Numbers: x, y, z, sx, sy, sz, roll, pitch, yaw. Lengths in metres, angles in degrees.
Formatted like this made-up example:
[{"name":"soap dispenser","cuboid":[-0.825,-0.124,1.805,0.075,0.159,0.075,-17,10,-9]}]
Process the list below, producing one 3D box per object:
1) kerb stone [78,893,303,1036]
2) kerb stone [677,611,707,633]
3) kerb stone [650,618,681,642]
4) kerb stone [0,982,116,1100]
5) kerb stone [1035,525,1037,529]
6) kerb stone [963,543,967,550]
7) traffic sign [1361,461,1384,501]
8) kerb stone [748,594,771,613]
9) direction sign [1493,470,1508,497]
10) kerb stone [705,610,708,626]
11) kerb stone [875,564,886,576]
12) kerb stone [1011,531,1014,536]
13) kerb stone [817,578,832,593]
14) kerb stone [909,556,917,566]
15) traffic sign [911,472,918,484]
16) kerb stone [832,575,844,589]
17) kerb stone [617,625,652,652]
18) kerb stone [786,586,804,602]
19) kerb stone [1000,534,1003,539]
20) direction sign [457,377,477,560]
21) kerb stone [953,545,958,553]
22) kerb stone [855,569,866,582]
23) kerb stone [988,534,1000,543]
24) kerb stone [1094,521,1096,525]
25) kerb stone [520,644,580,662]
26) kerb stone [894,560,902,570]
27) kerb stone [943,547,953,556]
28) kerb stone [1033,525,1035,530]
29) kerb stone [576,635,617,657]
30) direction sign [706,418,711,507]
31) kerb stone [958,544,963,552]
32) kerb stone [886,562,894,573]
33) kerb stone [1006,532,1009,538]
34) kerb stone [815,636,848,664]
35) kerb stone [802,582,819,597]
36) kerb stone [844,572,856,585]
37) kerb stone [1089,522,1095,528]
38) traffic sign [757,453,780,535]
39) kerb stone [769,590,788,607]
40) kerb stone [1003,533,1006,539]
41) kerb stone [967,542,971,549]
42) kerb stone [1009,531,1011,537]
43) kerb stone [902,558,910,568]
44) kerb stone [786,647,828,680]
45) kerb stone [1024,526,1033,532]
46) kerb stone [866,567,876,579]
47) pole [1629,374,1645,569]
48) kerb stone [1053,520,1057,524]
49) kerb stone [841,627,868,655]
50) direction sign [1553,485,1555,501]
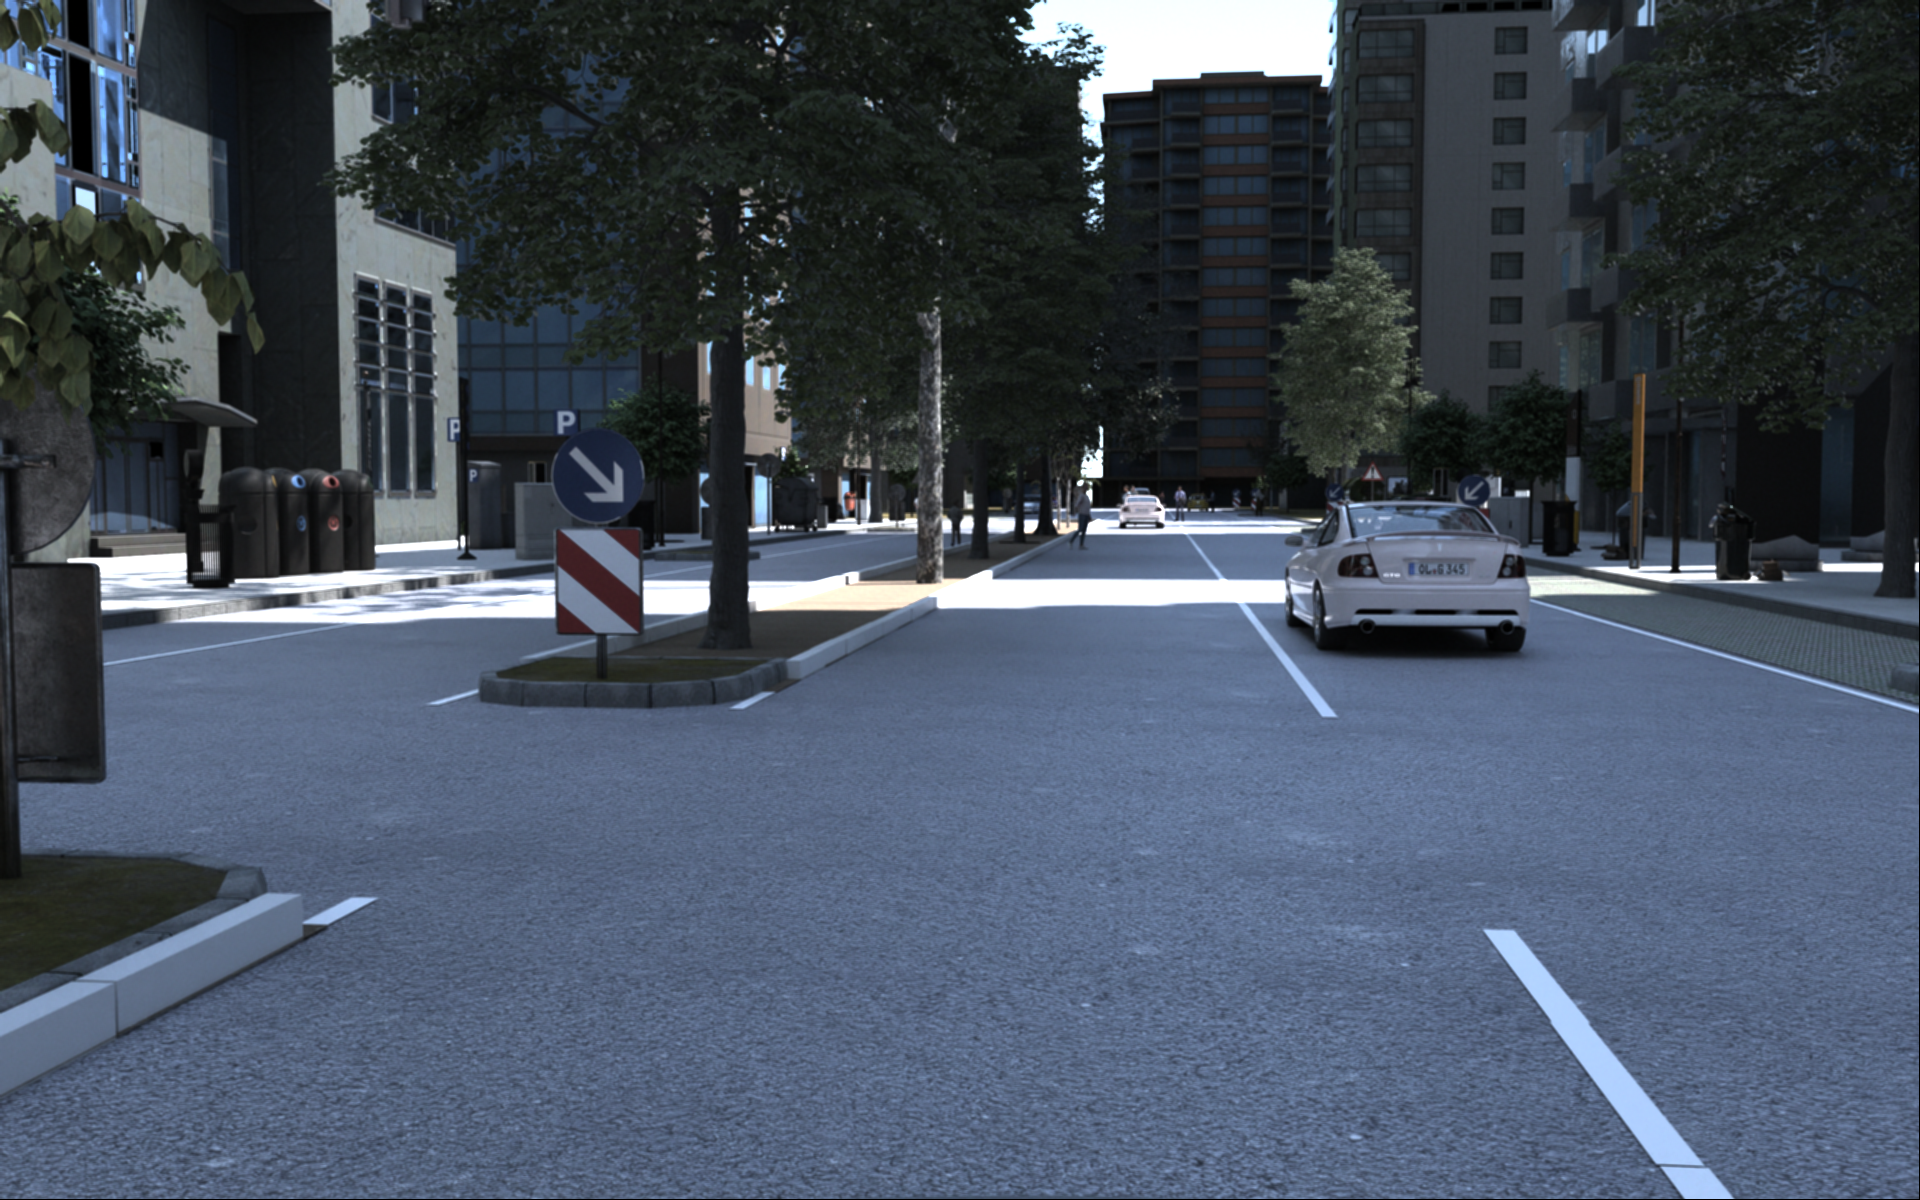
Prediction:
[{"name":"kerb stone","cuboid":[-2.227,1.049,5.075,0.120,0.150,1.000,0,4,6]},{"name":"kerb stone","cuboid":[-2.862,0.248,18.134,0.120,0.150,1.000,0,4,6]},{"name":"kerb stone","cuboid":[-2.979,0.311,17.118,0.120,0.150,1.000,0,4,6]},{"name":"kerb stone","cuboid":[-2.333,1.109,4.058,0.120,0.150,1.000,0,4,6]},{"name":"kerb stone","cuboid":[2.878,-2.867,69.078,0.120,0.150,1.000,0,4,6]},{"name":"kerb stone","cuboid":[0.004,-1.308,43.587,0.120,0.150,1.000,0,4,6]},{"name":"traffic sign","cuboid":[16.281,-4.181,68.370,0.884,2.594,0.081,1,4,15]},{"name":"kerb stone","cuboid":[-2.520,0.063,21.197,0.120,0.150,1.000,0,4,6]},{"name":"direction sign","cuboid":[24.894,-5.358,79.604,0.876,3.537,0.379,-1,4,-15]},{"name":"kerb stone","cuboid":[-2.744,0.186,19.152,0.120,0.150,1.000,0,4,6]},{"name":"kerb stone","cuboid":[-1.484,-0.496,30.347,0.120,0.150,1.000,0,4,6]},{"name":"kerb stone","cuboid":[1.610,-2.179,57.868,0.120,0.150,1.000,0,4,6]},{"name":"kerb stone","cuboid":[-2.059,-0.187,25.260,0.120,0.150,1.000,0,4,6]},{"name":"kerb stone","cuboid":[-1.026,-0.747,34.434,0.120,0.150,1.000,0,4,6]},{"name":"traffic sign","cuboid":[-2.043,-5.375,87.877,0.884,2.594,0.081,0,4,8]},{"name":"kerb stone","cuboid":[-1.949,-0.250,26.277,0.120,0.150,1.000,0,4,6]},{"name":"kerb stone","cuboid":[-3.094,0.373,16.094,0.120,0.150,1.000,0,4,6]},{"name":"kerb stone","cuboid":[-2.286,-0.063,23.228,0.120,0.150,1.000,0,4,6]},{"name":"kerb stone","cuboid":[1.154,-1.933,53.793,0.120,0.150,1.000,0,4,6]},{"name":"direction sign","cuboid":[-9.690,-2.565,33.930,0.379,3.537,0.876,0,4,-6]},{"name":"kerb stone","cuboid":[-0.223,-1.184,41.556,0.120,0.150,1.000,0,4,6]},{"name":"kerb stone","cuboid":[-1.715,-0.374,28.315,0.120,0.150,1.000,0,4,6]},{"name":"kerb stone","cuboid":[1.040,-1.870,52.777,0.120,0.150,1.000,0,4,6]},{"name":"kerb stone","cuboid":[5.758,-3.286,75.916,0.120,0.150,1.000,0,4,6]},{"name":"kerb stone","cuboid":[-3.328,0.498,14.049,0.120,0.150,1.000,0,4,6]},{"name":"kerb stone","cuboid":[-1.263,-0.620,32.398,0.120,0.150,1.000,0,4,6]},{"name":"kerb stone","cuboid":[-0.341,-1.120,40.540,0.120,0.150,1.000,0,4,6]},{"name":"kerb stone","cuboid":[2.769,-2.805,68.059,0.120,0.150,1.000,0,4,6]},{"name":"kerb stone","cuboid":[-3.216,0.437,15.066,0.120,0.150,1.000,0,4,6]},{"name":"direction sign","cuboid":[-7.434,-3.639,51.496,0.379,3.537,0.876,-1,4,-18]},{"name":"kerb stone","cuboid":[-0.108,-1.244,42.571,0.120,0.150,1.000,0,4,6]},{"name":"kerb stone","cuboid":[-1.368,-0.561,31.369,0.120,0.150,1.000,0,4,6]},{"name":"kerb stone","cuboid":[1.386,-2.050,55.836,0.120,0.150,1.000,0,4,6]},{"name":"kerb stone","cuboid":[-1.128,0.449,14.849,0.120,0.150,1.000,0,4,6]},{"name":"kerb stone","cuboid":[-2.168,-0.125,24.244,0.120,0.150,1.000,0,4,6]},{"name":"kerb stone","cuboid":[-1.828,-0.312,27.294,0.120,0.150,1.000,0,4,6]},{"name":"kerb stone","cuboid":[5.645,-3.224,74.900,0.120,0.150,1.000,0,4,6]},{"name":"traffic sign","cuboid":[-5.993,-3.307,54.178,0.768,2.556,0.104,1,4,10]},{"name":"kerb stone","cuboid":[-2.408,-0.001,22.214,0.120,0.150,1.000,0,4,6]},{"name":"kerb stone","cuboid":[1.274,-1.995,54.809,0.120,0.150,1.000,0,4,6]},{"name":"kerb stone","cuboid":[0.114,-1.371,44.604,0.120,0.150,1.000,0,4,6]},{"name":"kerb stone","cuboid":[1.505,-2.120,56.851,0.120,0.150,1.000,0,4,6]},{"name":"kerb stone","cuboid":[-1.136,-0.686,33.417,0.120,0.150,1.000,0,4,6]},{"name":"kerb stone","cuboid":[-1.230,0.512,13.831,0.120,0.150,1.000,0,4,6]},{"name":"kerb stone","cuboid":[2.648,-2.743,67.042,0.120,0.150,1.000,0,4,6]},{"name":"kerb stone","cuboid":[-1.601,-0.436,29.331,0.120,0.150,1.000,0,4,6]},{"name":"pole","cuboid":[11.528,-2.180,29.478,0.158,3.312,0.155,0,3,0]},{"name":"kerb stone","cuboid":[4.825,-3.924,86.378,0.120,0.150,1.000,0,4,6]},{"name":"kerb stone","cuboid":[-1.007,0.389,15.864,0.120,0.150,1.000,0,4,6]},{"name":"direction sign","cuboid":[25.706,-5.072,74.927,0.876,3.537,0.379,3,4,37]}]
